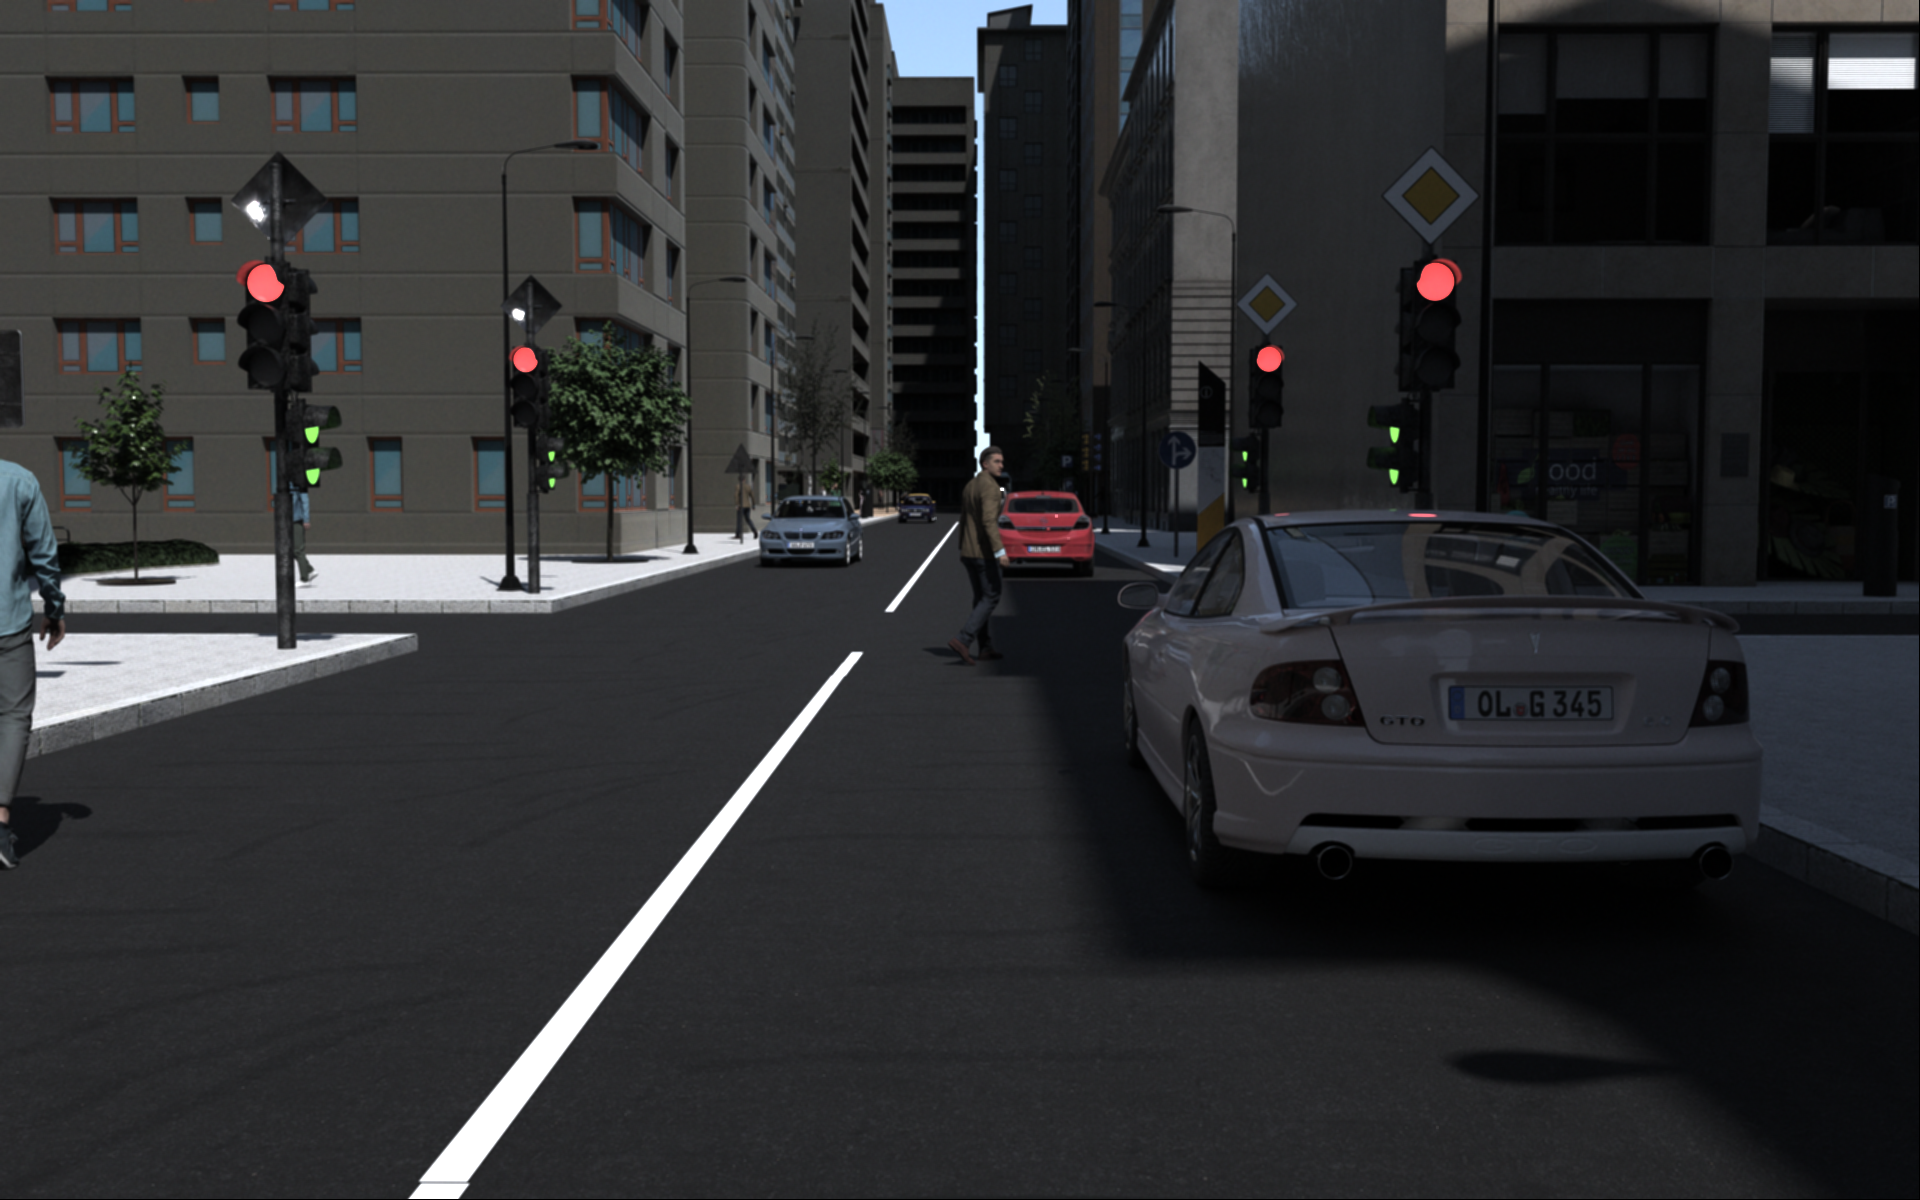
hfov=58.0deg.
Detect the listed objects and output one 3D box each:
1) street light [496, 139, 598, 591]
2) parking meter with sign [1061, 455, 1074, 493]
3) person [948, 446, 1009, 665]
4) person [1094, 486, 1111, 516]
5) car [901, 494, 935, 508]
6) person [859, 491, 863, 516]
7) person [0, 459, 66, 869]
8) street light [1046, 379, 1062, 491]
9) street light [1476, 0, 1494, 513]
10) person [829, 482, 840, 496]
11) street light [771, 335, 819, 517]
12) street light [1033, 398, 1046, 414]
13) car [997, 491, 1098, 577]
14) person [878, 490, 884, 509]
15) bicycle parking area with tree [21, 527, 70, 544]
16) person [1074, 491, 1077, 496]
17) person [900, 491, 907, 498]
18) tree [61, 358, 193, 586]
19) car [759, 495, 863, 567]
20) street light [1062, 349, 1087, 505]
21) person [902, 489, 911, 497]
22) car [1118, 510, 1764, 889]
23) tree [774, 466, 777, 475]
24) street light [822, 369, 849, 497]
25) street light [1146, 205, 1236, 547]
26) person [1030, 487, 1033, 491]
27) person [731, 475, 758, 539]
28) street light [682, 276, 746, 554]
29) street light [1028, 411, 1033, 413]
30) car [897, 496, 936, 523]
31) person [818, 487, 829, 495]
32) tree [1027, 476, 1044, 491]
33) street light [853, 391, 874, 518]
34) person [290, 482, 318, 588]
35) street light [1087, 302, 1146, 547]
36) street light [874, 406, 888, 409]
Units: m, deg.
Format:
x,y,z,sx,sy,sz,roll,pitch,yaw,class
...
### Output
x,y,z,sx,sy,sz,roll,pitch,yaw,class
-5.439,-3.077,22.853,1.470,5.913,1.316,0,4,1,street light
4.808,-4.946,77.135,0.543,3.016,1.738,0,4,0,parking meter with sign
0.196,-0.385,14.706,0.656,1.842,0.836,2,4,34,person
8.239,-5.657,99.363,1.217,1.723,0.721,2,4,27,person
-2.417,-5.569,101.275,2.015,1.641,3.980,0,4,3,car
-5.557,-5.646,99.024,0.621,1.740,0.551,-1,4,-8,person
-3.887,0.097,6.772,0.638,1.841,0.748,-1,4,-15,person
4.352,-5.977,70.267,1.470,5.913,1.316,0,4,1,street light
3.696,-2.533,13.958,1.470,5.913,1.316,0,4,1,street light
-5.440,-4.239,75.600,0.600,1.795,0.529,-2,4,-31,person
-4.959,-4.787,50.812,1.470,5.913,1.316,0,4,1,street light
4.425,-6.804,83.783,1.470,5.913,1.316,0,4,1,street light
1.457,-1.371,31.461,2.155,1.783,4.494,0,4,1,car
-6.615,-8.433,145.400,0.593,1.643,0.415,1,4,15,person
-21.523,-2.753,32.021,9.016,4.147,8.231,1,4,14,bicycle parking area with tree
6.619,-5.915,102.624,0.599,1.838,0.709,-1,4,-21,person
-4.882,-9.379,159.475,1.350,1.814,0.705,1,4,10,person
-11.696,-1.843,24.740,1.663,3.219,1.824,0,3,0,tree
-3.003,-1.442,35.577,2.014,1.417,4.499,0,4,2,car
4.134,-5.072,55.474,1.470,5.913,1.316,0,4,1,street light
-4.613,-8.873,151.833,1.217,1.735,0.721,-3,4,-39,person
1.785,0.287,7.672,2.083,1.381,4.827,0,4,1,car
-11.335,-6.505,90.072,4.285,4.588,4.351,0,3,0,tree
-4.887,-5.620,64.429,1.470,5.913,1.316,0,4,1,street light
3.861,-3.392,27.996,1.470,5.913,1.316,0,4,1,street light
5.158,-7.103,122.619,0.568,1.767,0.683,1,4,18,person
-6.134,-2.663,49.492,0.836,1.842,0.656,1,4,20,person
-5.255,-3.946,37.056,1.470,5.913,1.316,0,4,1,street light
4.523,-7.630,97.299,1.470,5.913,1.316,0,4,1,street light
-2.142,-4.527,86.603,1.945,1.354,3.894,0,4,2,car
-7.330,-5.341,93.769,0.661,1.777,0.834,-2,4,-26,person
7.024,-10.135,160.310,1.663,3.219,1.824,0,3,0,tree
-4.795,-6.476,78.416,1.470,5.913,1.316,0,4,1,street light
-9.055,-1.062,23.758,0.444,1.785,0.601,-1,4,-19,person
3.925,-4.246,41.960,1.470,5.913,1.316,0,4,1,street light
-4.501,-7.302,91.930,1.470,5.913,1.316,0,4,1,street light
